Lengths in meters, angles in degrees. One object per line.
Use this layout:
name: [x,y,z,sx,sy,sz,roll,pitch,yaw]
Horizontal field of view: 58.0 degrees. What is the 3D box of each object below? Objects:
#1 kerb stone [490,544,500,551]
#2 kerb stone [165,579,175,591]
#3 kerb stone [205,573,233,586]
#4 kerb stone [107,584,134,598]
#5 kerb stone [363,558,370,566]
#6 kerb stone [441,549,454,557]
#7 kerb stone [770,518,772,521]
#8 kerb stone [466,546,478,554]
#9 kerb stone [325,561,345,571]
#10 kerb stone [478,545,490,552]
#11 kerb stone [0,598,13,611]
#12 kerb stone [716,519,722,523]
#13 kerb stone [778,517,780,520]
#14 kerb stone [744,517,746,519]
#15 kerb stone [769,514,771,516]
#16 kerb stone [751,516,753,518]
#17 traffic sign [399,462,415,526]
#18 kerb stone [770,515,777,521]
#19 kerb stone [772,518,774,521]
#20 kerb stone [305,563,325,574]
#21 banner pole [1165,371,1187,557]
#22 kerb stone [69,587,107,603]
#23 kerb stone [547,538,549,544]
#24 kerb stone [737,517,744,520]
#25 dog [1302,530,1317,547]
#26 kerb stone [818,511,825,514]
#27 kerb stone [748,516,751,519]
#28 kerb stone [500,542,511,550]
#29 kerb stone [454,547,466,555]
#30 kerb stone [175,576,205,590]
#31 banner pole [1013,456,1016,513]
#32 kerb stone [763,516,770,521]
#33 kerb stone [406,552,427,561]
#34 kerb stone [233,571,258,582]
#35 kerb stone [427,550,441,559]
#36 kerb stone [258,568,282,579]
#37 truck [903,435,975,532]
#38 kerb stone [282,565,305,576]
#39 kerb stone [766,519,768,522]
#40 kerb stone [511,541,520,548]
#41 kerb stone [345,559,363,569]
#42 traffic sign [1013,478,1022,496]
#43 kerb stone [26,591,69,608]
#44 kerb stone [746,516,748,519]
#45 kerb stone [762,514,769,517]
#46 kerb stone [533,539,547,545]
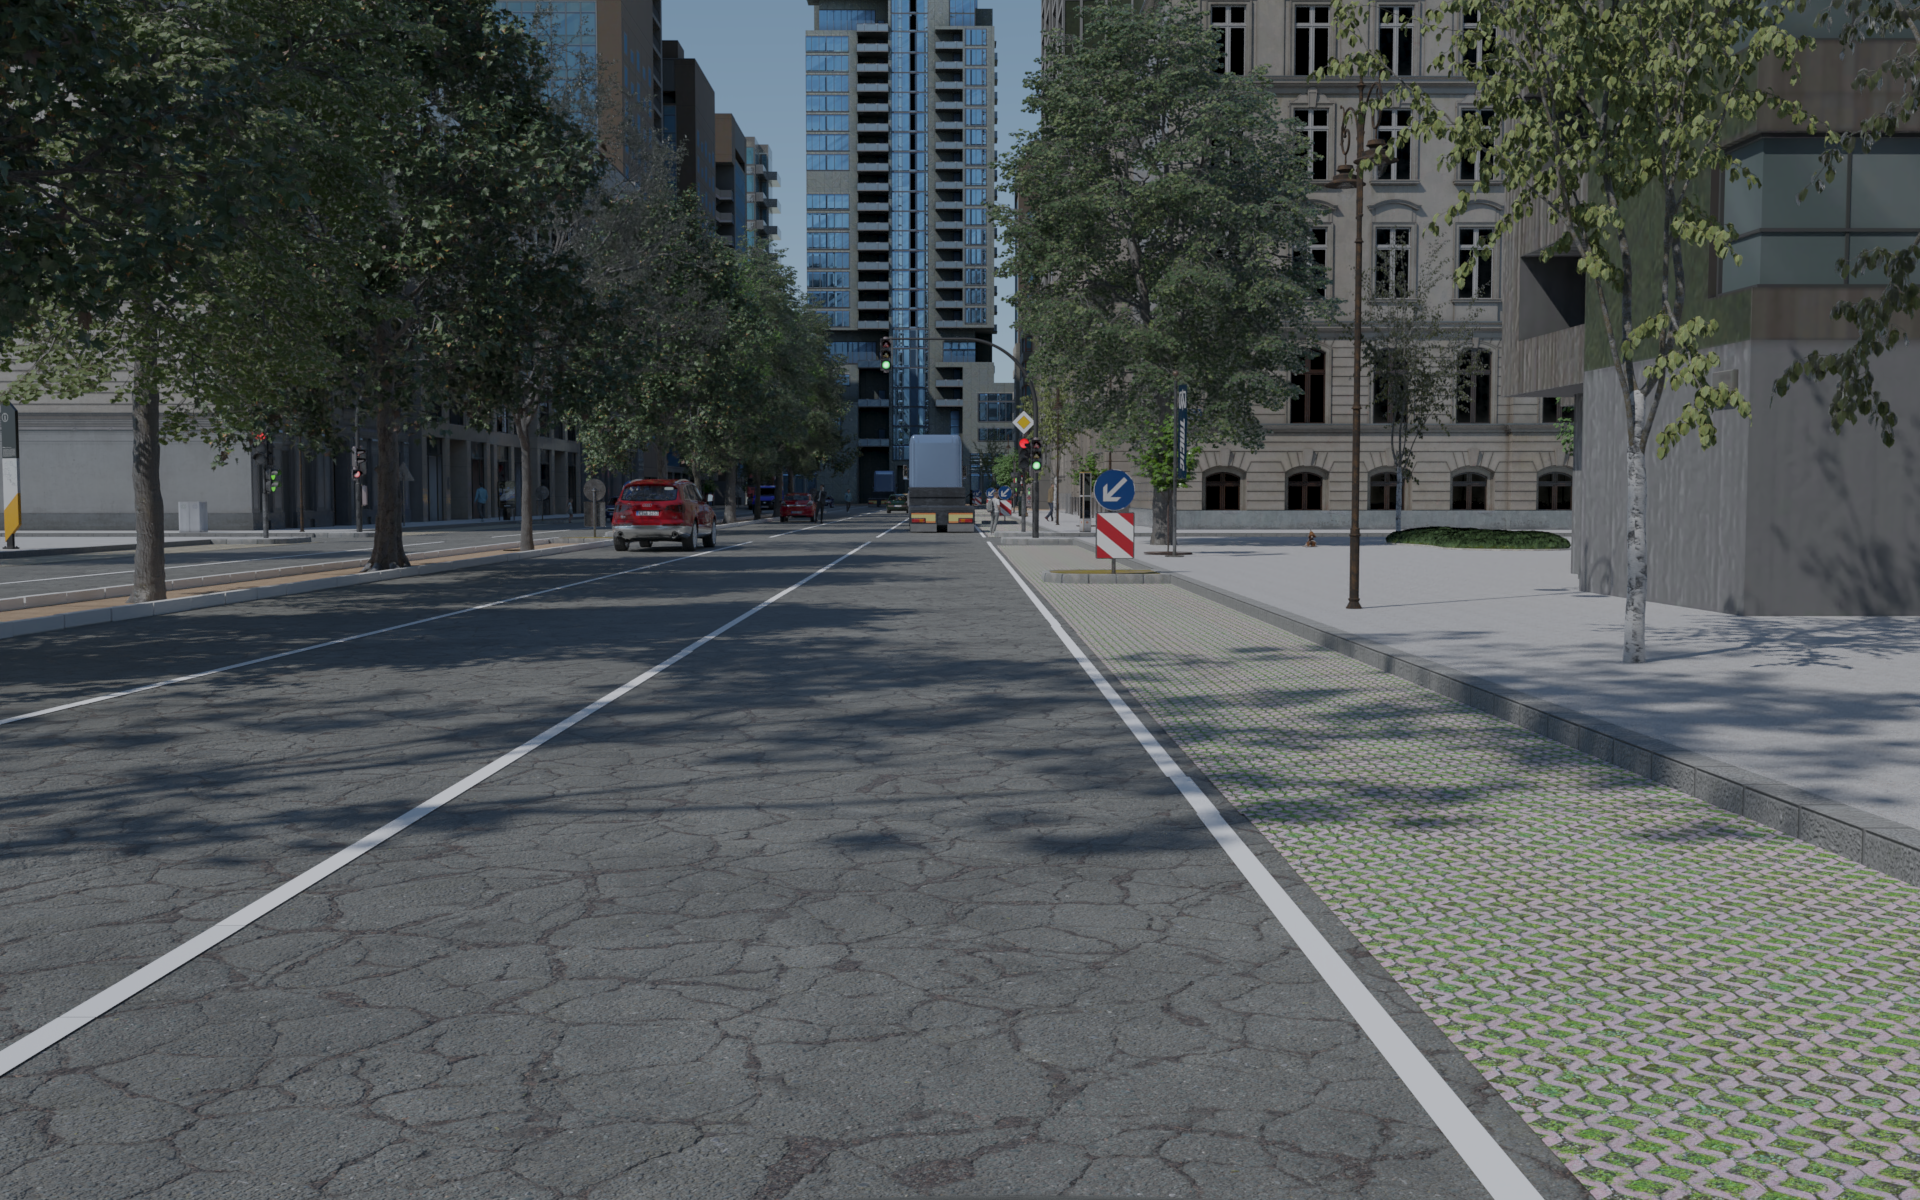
kerb stone: [-11.839,-1.312,43.651,0.120,0.150,1.000,0,4,0]
kerb stone: [-11.735,-0.181,25.170,0.120,0.150,1.000,0,4,0]
kerb stone: [-11.743,-0.307,27.223,0.120,0.150,1.000,0,4,0]
kerb stone: [-11.722,-0.119,24.140,0.120,0.150,1.000,0,4,0]
kerb stone: [-11.781,-0.741,34.398,0.120,0.150,1.000,0,4,0]
kerb stone: [-11.812,-1.060,39.534,0.120,0.150,1.000,0,4,0]
kerb stone: [-10.024,-4.166,90.303,0.120,0.150,1.000,0,4,0]
kerb stone: [-11.833,-1.187,41.598,0.120,0.150,1.000,0,4,0]
kerb stone: [-11.776,-0.620,32.354,0.120,0.150,1.000,0,4,0]
kerb stone: [-11.836,-1.246,42.629,0.120,0.150,1.000,0,4,0]
kerb stone: [-11.702,0.074,21.043,0.120,0.150,1.000,0,4,0]
kerb stone: [-12.096,-3.911,86.160,0.120,0.150,1.000,0,4,0]
kerb stone: [-10.047,-4.413,94.397,0.120,0.150,1.000,0,4,0]
kerb stone: [-12.159,-4.539,96.409,0.120,0.150,1.000,0,4,0]
kerb stone: [-12.235,-5.354,109.733,0.120,0.150,1.000,0,4,0]
kerb stone: [-12.174,-4.727,99.478,0.120,0.150,1.000,0,4,0]
traffic sign: [-22.176,-4.221,69.010,0.884,2.594,0.081,0,3,0]
kerb stone: [-10.027,-4.291,92.348,0.120,0.150,1.000,0,4,0]
kerb stone: [-10.029,-4.228,91.325,0.120,0.150,1.000,0,4,0]
kerb stone: [-11.768,-0.553,31.327,0.120,0.150,1.000,0,4,0]
banner pole: [4.431,-2.751,34.991,0.401,3.779,0.863,-1,4,-14]
kerb stone: [-11.721,-0.052,23.114,0.120,0.150,1.000,0,4,0]
kerb stone: [-11.883,-1.684,49.806,0.120,0.150,1.000,0,4,0]
kerb stone: [-12.153,-4.477,95.386,0.120,0.150,1.000,0,4,0]
dog: [8.443,-1.484,42.007,0.748,0.427,0.550,-3,5,-39]
kerb stone: [-10.246,-6.487,128.254,0.120,0.150,1.000,0,4,0]
kerb stone: [-12.167,-4.664,98.456,0.120,0.150,1.000,0,4,0]
kerb stone: [-11.841,-1.375,44.677,0.120,0.150,1.000,0,4,0]
kerb stone: [-11.821,-1.124,40.568,0.120,0.150,1.000,0,4,0]
kerb stone: [-11.738,-0.244,26.196,0.120,0.150,1.000,0,4,0]
banner pole: [3.607,-7.626,114.706,0.401,3.779,0.863,1,4,14]
kerb stone: [-10.022,-4.103,89.275,0.120,0.150,1.000,0,4,0]
kerb stone: [-11.800,-0.935,37.479,0.120,0.150,1.000,0,4,0]
kerb stone: [-11.752,-0.369,28.249,0.120,0.150,1.000,0,4,0]
kerb stone: [-11.808,-0.991,38.507,0.120,0.150,1.000,0,4,0]
kerb stone: [-11.755,-0.429,29.273,0.120,0.150,1.000,0,4,0]
truck: [-0.932,-5.082,72.853,2.967,4.110,18.799,0,4,-2]
kerb stone: [-11.757,-0.495,30.295,0.120,0.150,1.000,0,4,0]
kerb stone: [-10.008,-4.036,88.245,0.120,0.150,1.000,0,4,0]
kerb stone: [-11.857,-1.438,45.703,0.120,0.150,1.000,0,4,0]
kerb stone: [-11.784,-0.679,33.376,0.120,0.150,1.000,0,4,0]
traffic sign: [3.871,-6.909,113.067,0.768,2.556,0.104,0,4,8]
kerb stone: [-11.708,0.007,22.086,0.120,0.150,1.000,0,4,0]
kerb stone: [-12.167,-4.602,97.431,0.120,0.150,1.000,0,4,0]
kerb stone: [-12.228,-5.291,108.702,0.120,0.150,1.000,0,4,0]
kerb stone: [-11.874,-1.626,48.774,0.120,0.150,1.000,0,4,0]
